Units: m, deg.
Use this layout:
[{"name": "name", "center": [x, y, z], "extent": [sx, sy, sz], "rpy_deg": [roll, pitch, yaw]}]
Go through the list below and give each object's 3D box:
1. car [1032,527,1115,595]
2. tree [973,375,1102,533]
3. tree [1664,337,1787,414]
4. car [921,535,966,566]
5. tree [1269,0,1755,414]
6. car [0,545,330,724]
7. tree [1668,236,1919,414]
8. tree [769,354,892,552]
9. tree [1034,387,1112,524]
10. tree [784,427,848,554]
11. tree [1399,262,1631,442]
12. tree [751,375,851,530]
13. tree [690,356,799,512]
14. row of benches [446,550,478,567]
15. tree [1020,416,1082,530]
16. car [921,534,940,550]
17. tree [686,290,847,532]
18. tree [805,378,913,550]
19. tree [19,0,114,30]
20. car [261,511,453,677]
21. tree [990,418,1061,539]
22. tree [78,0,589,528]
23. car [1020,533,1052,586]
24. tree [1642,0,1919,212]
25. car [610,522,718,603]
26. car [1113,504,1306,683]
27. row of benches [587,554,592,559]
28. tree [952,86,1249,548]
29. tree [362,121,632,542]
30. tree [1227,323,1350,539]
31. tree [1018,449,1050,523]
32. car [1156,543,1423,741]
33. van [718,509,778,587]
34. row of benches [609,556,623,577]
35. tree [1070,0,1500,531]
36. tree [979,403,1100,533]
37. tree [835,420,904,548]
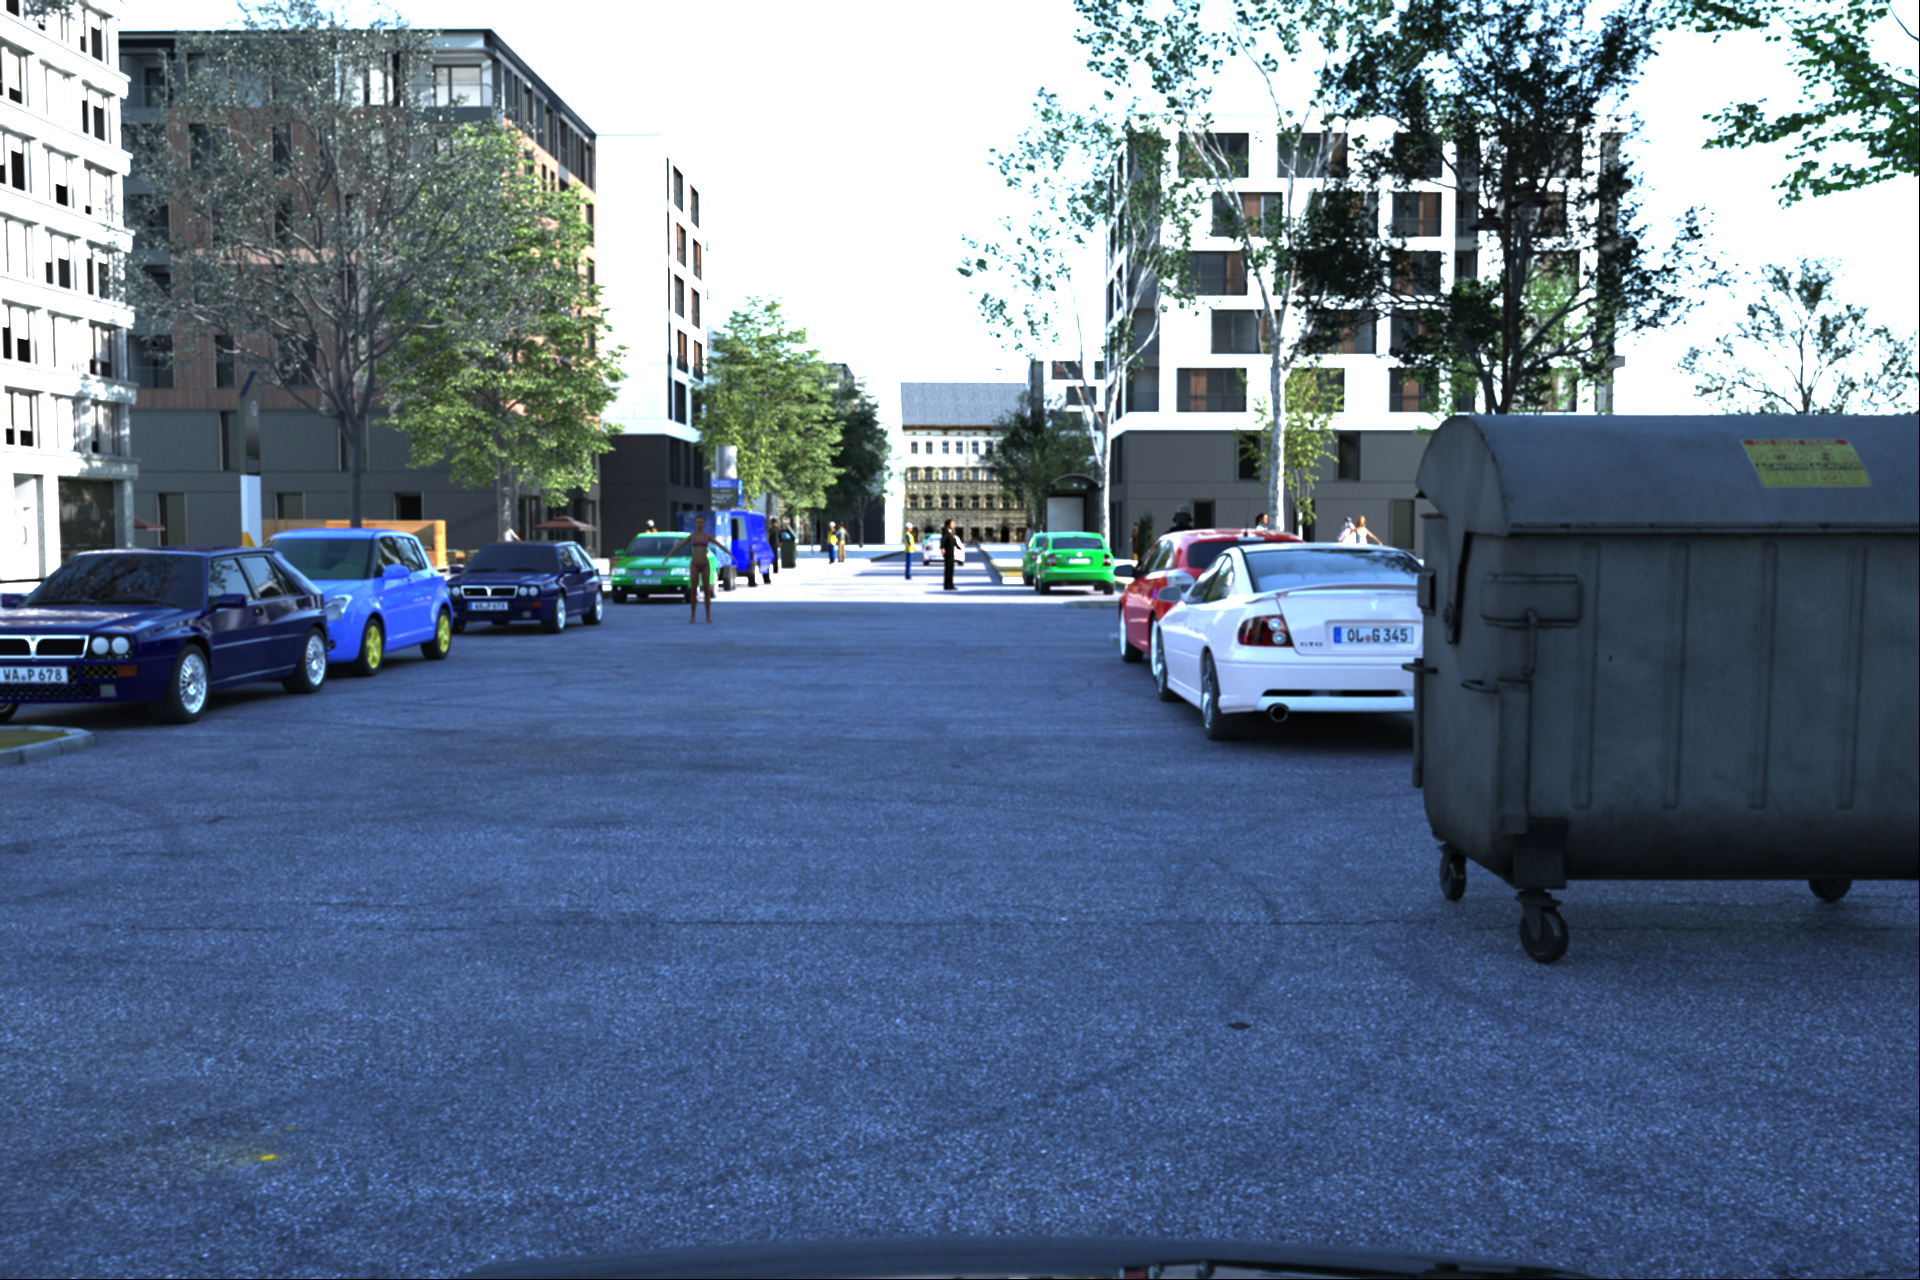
[{"name": "car", "center": [2.757, -2.046, 42.255], "extent": [1.959, 1.807, 4.718], "rpy_deg": [0, 3, 0]}, {"name": "tree", "center": [6.179, -13.693, 134.254], "extent": [12.009, 13.543, 11.850], "rpy_deg": [0, 3, 0]}, {"name": "tree", "center": [28.262, -7.036, 65.396], "extent": [4.360, 8.622, 3.978], "rpy_deg": [0, 3, 0]}, {"name": "car", "center": [-0.760, -4.102, 79.422], "extent": [2.083, 1.381, 4.827], "rpy_deg": [0, 4, -1]}, {"name": "tree", "center": [8.040, -5.637, 26.572], "extent": [7.601, 10.594, 8.767], "rpy_deg": [-2, 4, -28]}, {"name": "car", "center": [-6.650, -0.105, 14.295], "extent": [1.945, 1.354, 3.894], "rpy_deg": [0, 4, 0]}, {"name": "tree", "center": [26.804, -7.299, 53.744], "extent": [8.767, 10.594, 7.601], "rpy_deg": [0, 4, 3]}, {"name": "tree", "center": [-9.518, -13.099, 120.821], "extent": [9.857, 13.997, 8.962], "rpy_deg": [0, 3, 0]}, {"name": "tree", "center": [5.725, -8.323, 86.443], "extent": [4.360, 8.622, 3.978], "rpy_deg": [0, 3, 0]}, {"name": "tree", "center": [-9.335, -9.767, 110.054], "extent": [4.737, 8.622, 4.395], "rpy_deg": [0, 3, 0]}, {"name": "tree", "center": [20.416, -8.469, 64.217], "extent": [9.928, 11.665, 9.643], "rpy_deg": [0, 3, 0]}, {"name": "tree", "center": [-9.331, -10.013, 98.122], "extent": [7.601, 10.594, 8.767], "rpy_deg": [-3, 5, -44]}, {"name": "tree", "center": [-9.140, -7.451, 72.182], "extent": [4.737, 8.622, 4.395], "rpy_deg": [0, 3, 0]}, {"name": "row of benches", "center": [-18.904, -3.214, 68.014], "extent": [4.104, 0.672, 1.422], "rpy_deg": [1, 4, 22]}, {"name": "tree", "center": [5.848, -9.684, 108.693], "extent": [4.737, 8.622, 4.395], "rpy_deg": [0, 3, 0]}, {"name": "car", "center": [-2.487, -8.946, 155.059], "extent": [1.959, 1.807, 4.718], "rpy_deg": [0, 3, 0]}, {"name": "tree", "center": [-9.389, -9.992, 81.499], "extent": [7.486, 12.596, 7.792], "rpy_deg": [0, 3, 0]}, {"name": "tree", "center": [-9.298, -13.812, 136.202], "extent": [12.009, 13.543, 11.850], "rpy_deg": [0, 3, 0]}, {"name": "tree", "center": [-12.346, -6.320, 13.710], "extent": [12.009, 13.543, 11.850], "rpy_deg": [0, 3, 0]}, {"name": "car", "center": [-6.723, -0.545, 18.510], "extent": [1.945, 1.707, 3.694], "rpy_deg": [0, 3, 0]}, {"name": "tree", "center": [6.417, -13.920, 153.349], "extent": [9.928, 11.665, 9.643], "rpy_deg": [0, 3, 0]}, {"name": "tree", "center": [-12.884, -7.716, 36.531], "extent": [12.009, 13.543, 11.850], "rpy_deg": [0, 3, 0]}, {"name": "car", "center": [2.695, -2.478, 49.317], "extent": [1.959, 1.807, 4.718], "rpy_deg": [0, 4, 0]}, {"name": "tree", "center": [9.058, -5.394, 13.941], "extent": [9.928, 11.665, 9.643], "rpy_deg": [0, 3, 0]}, {"name": "car", "center": [-6.318, -1.741, 37.263], "extent": [1.959, 1.807, 4.718], "rpy_deg": [0, 4, 0]}, {"name": "car", "center": [2.723, -0.554, 18.105], "extent": [2.155, 1.783, 4.494], "rpy_deg": [0, 4, -1]}, {"name": "row of benches", "center": [-11.809, -2.322, 53.423], "extent": [1.422, 0.672, 4.104], "rpy_deg": [0, 4, -7]}, {"name": "tree", "center": [5.673, -13.290, 73.187], "extent": [12.611, 20.169, 13.585], "rpy_deg": [0, 3, 0]}, {"name": "tree", "center": [-13.260, -7.988, 48.730], "extent": [7.486, 12.596, 7.792], "rpy_deg": [0, 3, 0]}, {"name": "tree", "center": [11.434, -6.652, 59.122], "extent": [4.737, 8.622, 4.395], "rpy_deg": [0, 3, 0]}, {"name": "tree", "center": [6.857, -11.862, 144.301], "extent": [4.360, 8.622, 3.978], "rpy_deg": [0, 3, 0]}, {"name": "car", "center": [2.632, -0.063, 13.387], "extent": [2.083, 1.381, 4.827], "rpy_deg": [0, 4, 0]}, {"name": "van", "center": [-6.408, -2.704, 48.590], "extent": [2.240, 2.365, 5.245], "rpy_deg": [0, 4, 0]}, {"name": "row of benches", "center": [-10.153, -2.317, 53.341], "extent": [1.422, 0.672, 4.104], "rpy_deg": [0, 4, -1]}, {"name": "tree", "center": [10.085, -11.658, 46.505], "extent": [12.611, 20.169, 13.585], "rpy_deg": [0, 3, 0]}, {"name": "tree", "center": [5.861, -11.532, 122.968], "extent": [8.767, 10.594, 7.601], "rpy_deg": [-1, 4, -18]}, {"name": "tree", "center": [-8.924, -14.113, 156.501], "extent": [9.928, 11.665, 9.643], "rpy_deg": [0, 3, 0]}]
